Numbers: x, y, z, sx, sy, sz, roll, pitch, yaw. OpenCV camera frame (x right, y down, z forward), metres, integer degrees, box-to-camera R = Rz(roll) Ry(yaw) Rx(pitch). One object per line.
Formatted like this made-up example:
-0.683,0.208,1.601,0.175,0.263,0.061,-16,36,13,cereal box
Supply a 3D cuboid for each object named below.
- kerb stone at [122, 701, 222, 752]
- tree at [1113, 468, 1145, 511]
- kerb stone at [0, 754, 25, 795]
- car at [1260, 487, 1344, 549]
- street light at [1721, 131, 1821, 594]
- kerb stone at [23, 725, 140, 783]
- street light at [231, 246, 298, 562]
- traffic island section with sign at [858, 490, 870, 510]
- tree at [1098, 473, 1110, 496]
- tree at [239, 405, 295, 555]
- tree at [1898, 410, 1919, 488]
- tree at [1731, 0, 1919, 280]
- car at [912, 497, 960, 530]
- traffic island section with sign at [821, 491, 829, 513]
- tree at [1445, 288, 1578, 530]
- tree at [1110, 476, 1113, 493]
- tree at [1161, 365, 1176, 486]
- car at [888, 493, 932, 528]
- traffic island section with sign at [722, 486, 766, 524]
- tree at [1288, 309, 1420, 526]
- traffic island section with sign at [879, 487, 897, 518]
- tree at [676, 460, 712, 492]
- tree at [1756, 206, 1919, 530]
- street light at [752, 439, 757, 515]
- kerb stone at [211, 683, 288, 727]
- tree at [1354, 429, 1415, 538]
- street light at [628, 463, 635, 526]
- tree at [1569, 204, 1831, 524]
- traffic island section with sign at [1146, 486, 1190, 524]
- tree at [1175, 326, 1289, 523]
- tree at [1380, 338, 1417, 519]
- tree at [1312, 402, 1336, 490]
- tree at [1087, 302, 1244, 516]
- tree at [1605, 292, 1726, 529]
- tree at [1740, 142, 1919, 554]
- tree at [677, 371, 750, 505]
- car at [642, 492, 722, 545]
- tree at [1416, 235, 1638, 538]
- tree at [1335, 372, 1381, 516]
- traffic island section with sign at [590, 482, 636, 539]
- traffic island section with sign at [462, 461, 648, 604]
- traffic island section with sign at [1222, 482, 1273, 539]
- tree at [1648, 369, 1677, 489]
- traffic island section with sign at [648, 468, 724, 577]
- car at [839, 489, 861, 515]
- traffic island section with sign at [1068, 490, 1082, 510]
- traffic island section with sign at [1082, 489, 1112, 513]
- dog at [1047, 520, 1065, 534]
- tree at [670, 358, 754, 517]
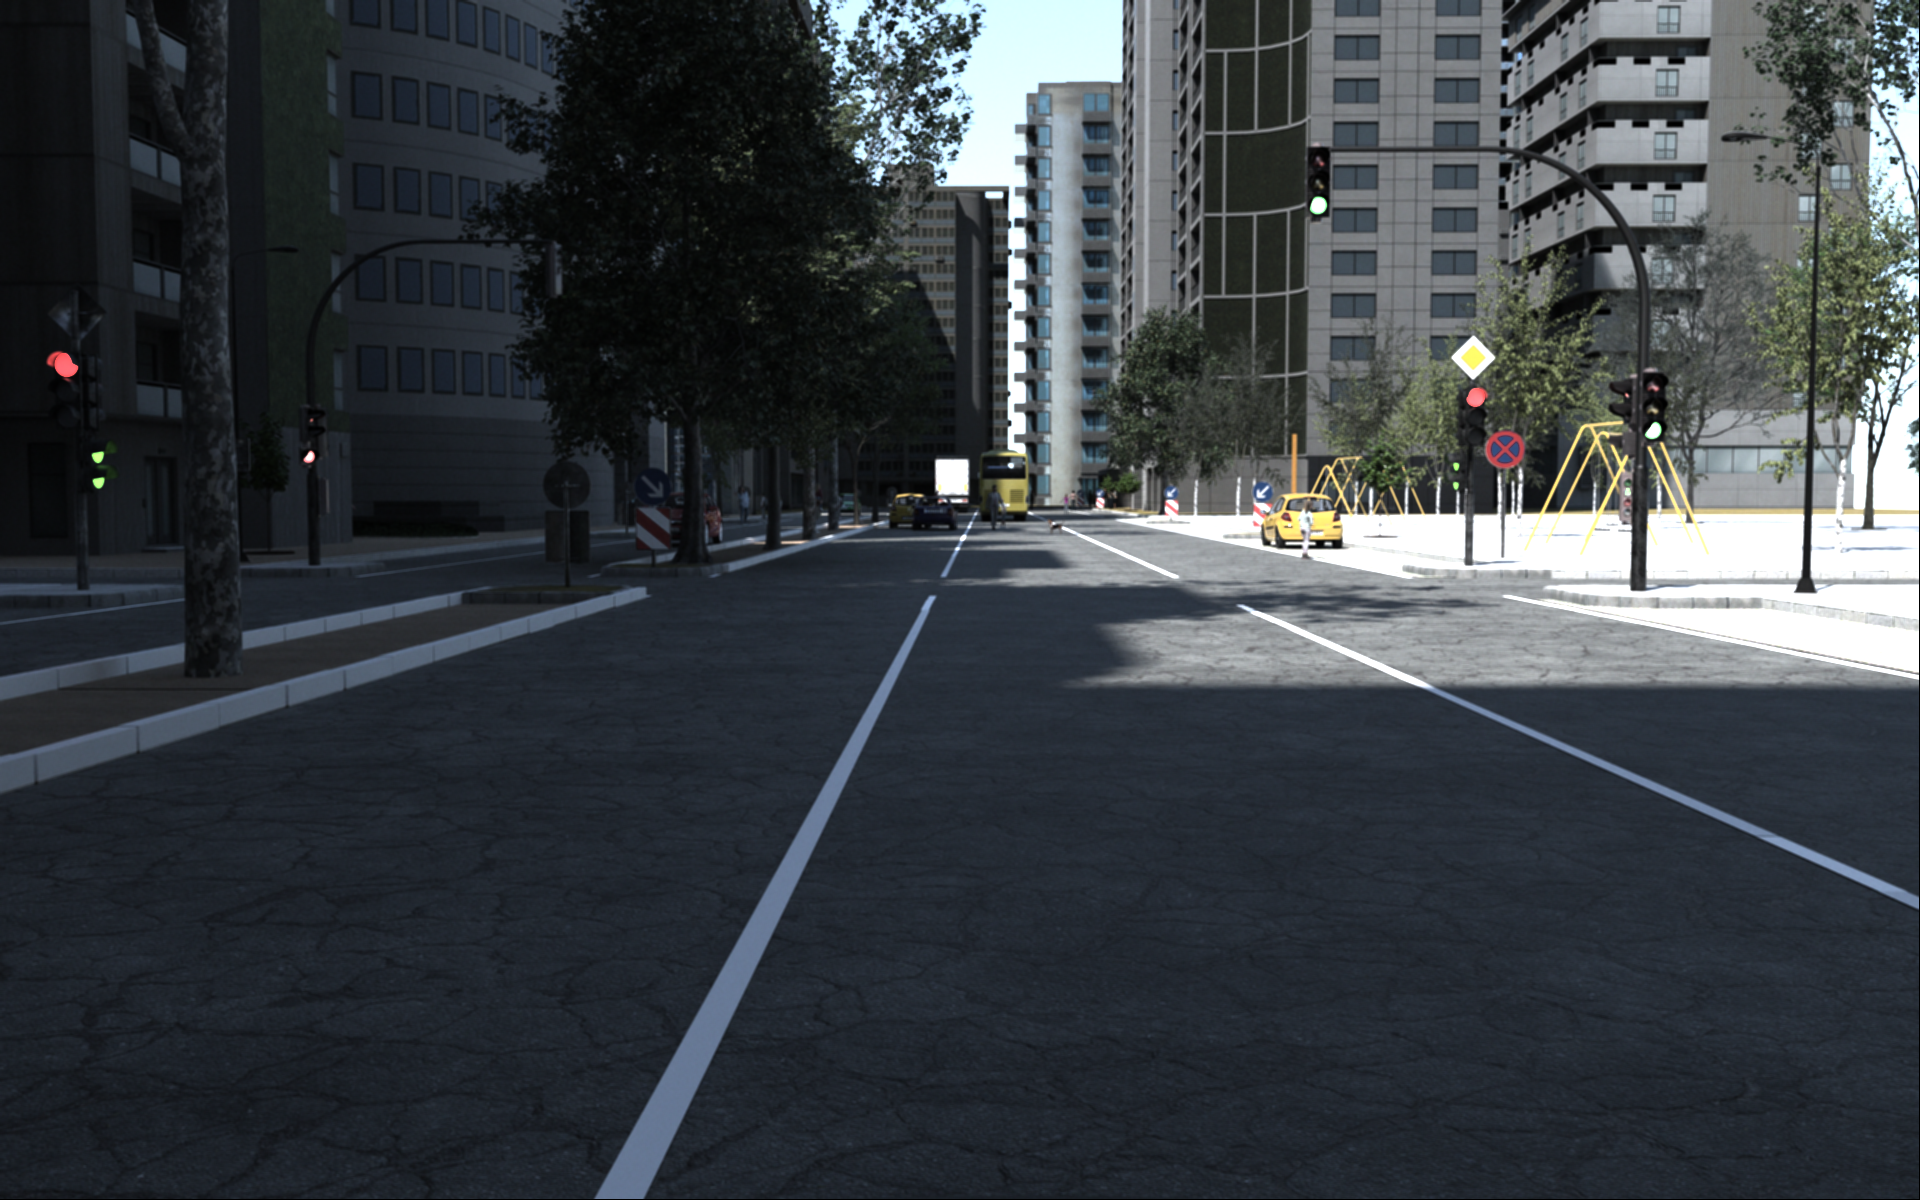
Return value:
-4.599,0.740,10.095,0.120,0.150,1.000,0,4,1,kerb stone
12.979,-8.456,132.862,1.663,3.219,1.824,0,3,0,tree
-4.633,0.866,8.042,0.120,0.150,1.000,0,4,1,kerb stone
9.121,-2.211,46.381,2.015,1.641,3.980,0,4,2,car
10.445,-3.045,22.330,1.470,5.913,1.316,0,4,1,street light
-4.618,0.807,9.074,0.120,0.150,1.000,0,4,1,kerb stone
-13.063,-3.669,32.533,1.470,5.913,1.316,0,4,1,street light
-9.376,-9.252,159.897,1.989,1.847,2.006,0,4,1,traffic island section with sign
13.268,-9.906,156.569,1.663,3.219,1.824,0,3,0,tree
-14.796,-2.603,37.156,1.663,3.219,1.824,0,3,0,tree
59.775,-7.789,90.253,20.602,7.101,11.467,-2,4,-24,tree
28.545,-11.835,49.384,12.611,20.169,13.585,0,3,0,tree
-0.994,-3.489,69.627,1.945,1.354,3.894,0,4,2,car
-9.793,-7.604,132.945,1.989,1.847,2.006,0,4,1,traffic island section with sign
19.478,-6.814,61.774,4.360,8.622,3.978,0,3,0,tree
13.121,-8.819,138.785,1.663,3.219,1.824,0,3,0,tree
12.673,-8.718,92.901,4.360,8.622,3.978,0,3,0,tree
-2.088,-3.888,73.799,2.015,1.641,3.980,0,4,1,car
-10.522,-4.643,84.534,1.989,1.847,2.006,0,4,1,traffic island section with sign
16.222,-7.255,68.975,4.360,8.622,3.978,0,3,0,tree
-4.205,-5.979,105.893,2.006,1.907,1.989,0,4,1,traffic island section with sign
-13.207,-5.575,85.757,1.663,3.219,1.824,0,3,0,tree
32.861,-8.329,61.936,9.928,11.665,9.643,0,3,0,tree
-11.993,-8.121,105.316,1.470,5.913,1.316,0,4,1,street light
-4.591,0.678,11.117,0.120,0.150,1.000,0,4,1,kerb stone
12.533,-3.451,51.025,1.663,3.219,1.824,0,3,0,tree
-12.564,-5.885,68.760,1.470,5.913,1.316,0,4,1,street light
31.499,-10.037,74.470,12.009,13.543,11.850,0,3,0,tree
9.871,-4.514,82.434,1.989,1.847,2.006,0,4,1,traffic island section with sign
12.197,-7.704,76.329,4.360,8.622,3.978,0,3,0,tree
21.388,-7.768,77.368,4.737,8.622,4.395,0,3,0,tree
22.999,-9.218,101.081,4.737,8.622,4.395,0,3,0,tree
12.383,-11.408,103.531,9.611,12.733,9.660,0,3,0,tree
25.326,-6.855,62.449,4.360,8.622,3.978,0,3,0,tree
18.987,-5.314,37.249,4.737,8.622,4.395,0,3,0,tree
-12.691,-8.606,91.070,4.737,8.622,4.395,0,3,0,tree
-7.809,-2.427,48.721,2.155,1.783,4.494,0,4,0,car
16.528,-6.113,50.311,4.737,8.622,4.395,0,3,0,tree
22.736,-8.467,88.804,4.737,8.622,4.395,0,3,0,tree
-10.940,-2.934,56.603,1.989,1.847,2.006,0,4,1,traffic island section with sign
-5.447,-0.931,23.357,2.006,1.907,1.989,0,4,1,traffic island section with sign
9.468,-2.866,55.482,1.989,1.847,2.006,0,4,1,traffic island section with sign
35.176,-8.475,88.936,4.737,8.622,4.395,0,3,0,tree
-5.326,-1.384,30.763,2.006,1.907,1.989,0,4,1,traffic island section with sign
-7.681,-6.606,116.799,1.959,1.807,4.718,0,4,1,car
11.058,-9.308,160.820,1.989,1.847,2.006,0,4,1,traffic island section with sign
10.647,-7.639,133.522,1.989,1.847,2.006,0,4,1,traffic island section with sign
3.471,-2.654,62.683,0.406,0.507,0.540,3,5,43,dog
-13.856,-10.548,98.219,9.928,11.665,9.643,0,3,0,tree
